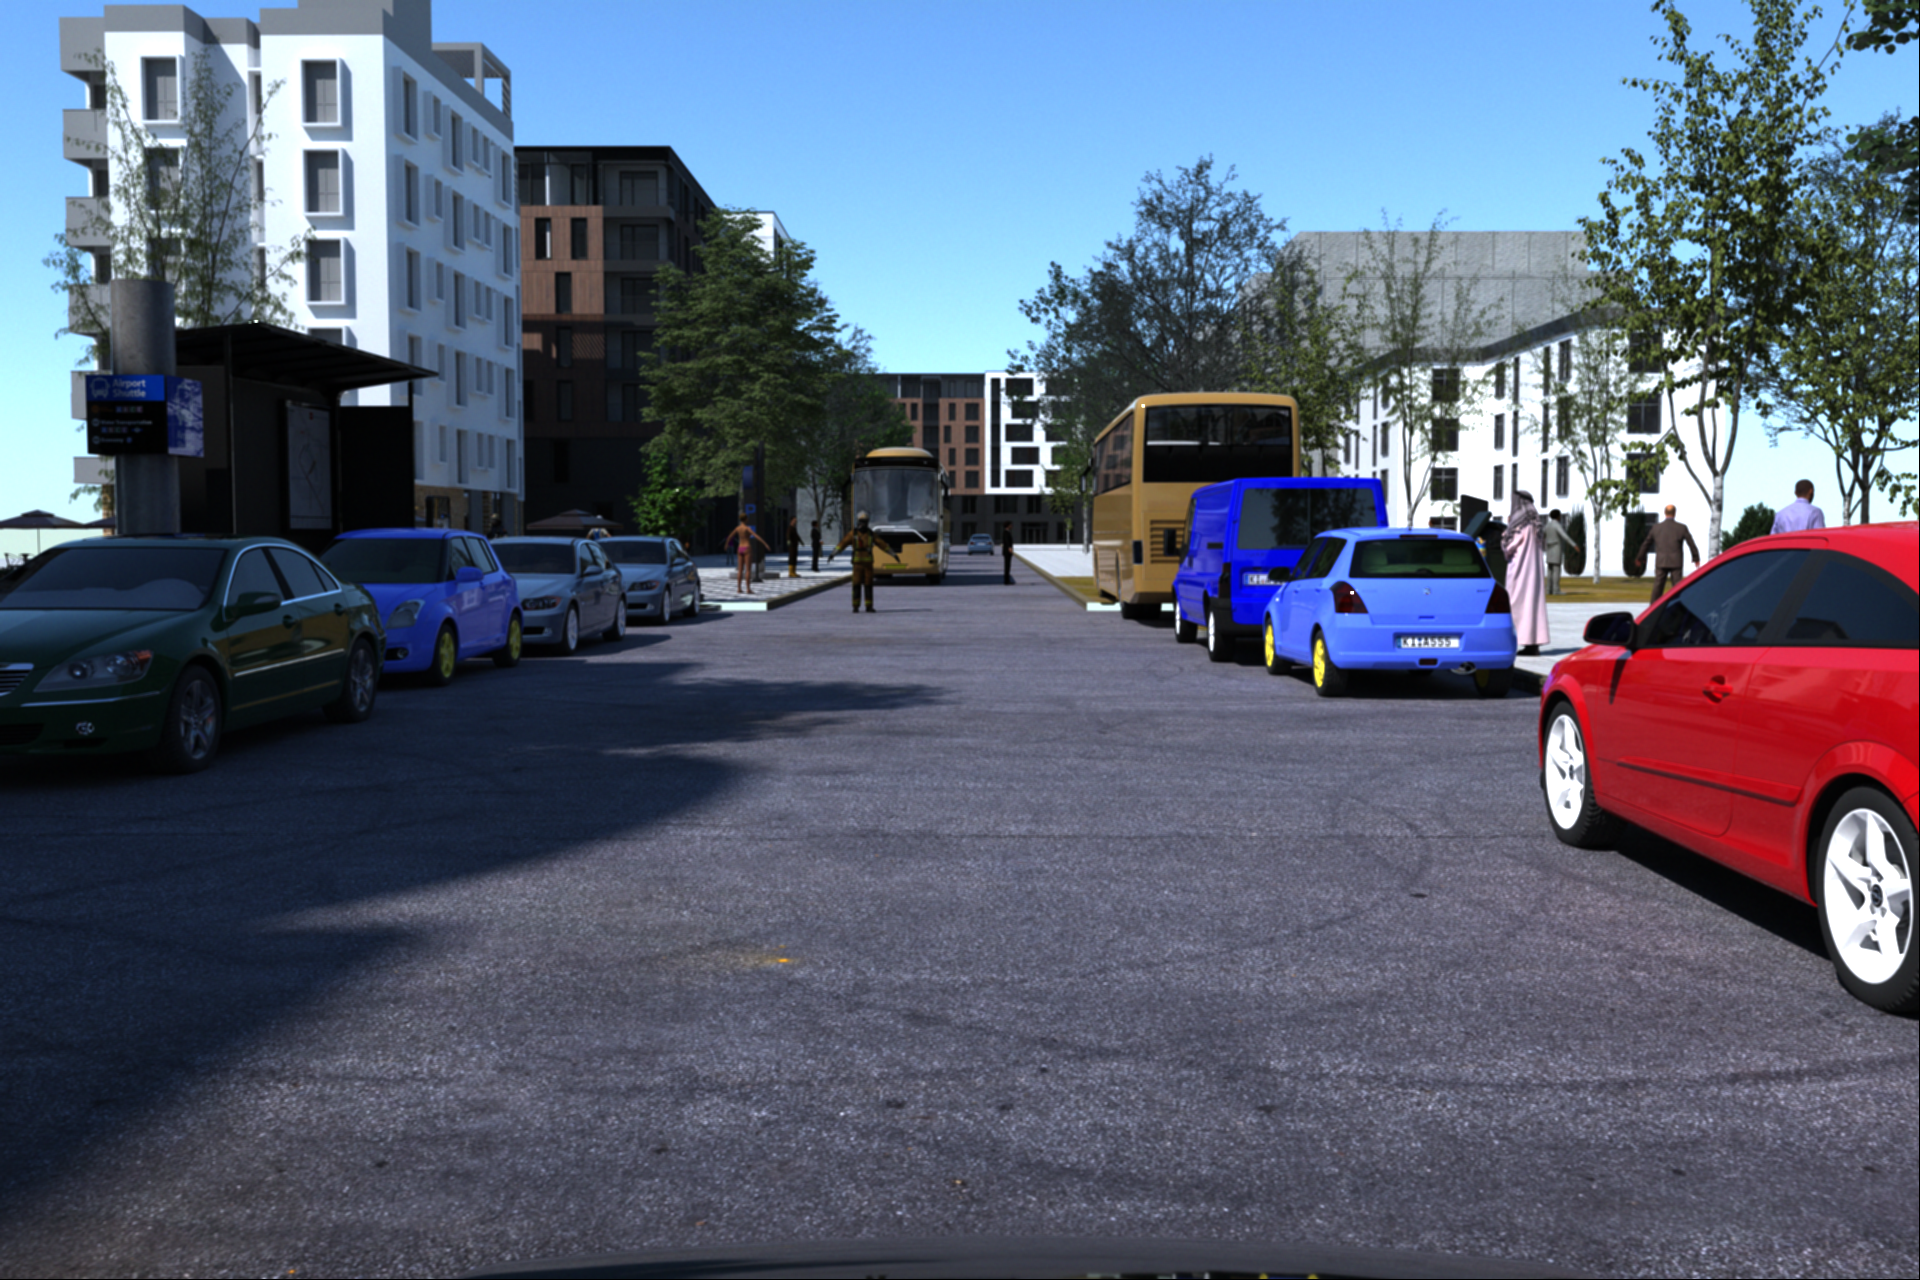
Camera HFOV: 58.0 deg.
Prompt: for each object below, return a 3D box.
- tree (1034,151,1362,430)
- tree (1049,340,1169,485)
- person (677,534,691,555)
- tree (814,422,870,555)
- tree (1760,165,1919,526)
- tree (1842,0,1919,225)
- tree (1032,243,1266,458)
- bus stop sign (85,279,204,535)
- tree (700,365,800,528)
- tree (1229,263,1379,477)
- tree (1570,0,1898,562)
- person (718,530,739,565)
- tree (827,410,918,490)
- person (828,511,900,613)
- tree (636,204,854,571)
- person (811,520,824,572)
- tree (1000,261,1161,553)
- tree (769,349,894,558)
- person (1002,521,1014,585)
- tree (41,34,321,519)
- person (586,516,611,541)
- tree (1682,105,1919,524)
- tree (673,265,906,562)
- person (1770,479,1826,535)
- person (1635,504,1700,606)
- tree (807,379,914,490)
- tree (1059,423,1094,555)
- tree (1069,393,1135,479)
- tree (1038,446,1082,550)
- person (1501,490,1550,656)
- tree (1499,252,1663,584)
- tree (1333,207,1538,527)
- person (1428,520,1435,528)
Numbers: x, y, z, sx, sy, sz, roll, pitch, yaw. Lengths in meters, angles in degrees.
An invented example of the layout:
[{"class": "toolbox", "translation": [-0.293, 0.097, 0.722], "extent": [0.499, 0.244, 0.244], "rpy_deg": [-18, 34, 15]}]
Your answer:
[{"class": "tree", "translation": [7.517, -8.946, 56.636], "extent": [12.009, 13.543, 11.850], "rpy_deg": [0, 3, 0]}, {"class": "tree", "translation": [8.395, -10.102, 90.918], "extent": [9.928, 11.665, 9.643], "rpy_deg": [0, 3, 0]}, {"class": "person", "translation": [-7.562, -2.520, 47.421], "extent": [0.704, 1.802, 1.346], "rpy_deg": [-2, 4, -24]}, {"class": "tree", "translation": [-7.377, -9.658, 108.273], "extent": [4.737, 8.622, 4.395], "rpy_deg": [0, 3, 0]}, {"class": "tree", "translation": [17.946, -5.158, 34.693], "extent": [4.737, 8.622, 4.395], "rpy_deg": [0, 3, 0]}, {"class": "tree", "translation": [10.032, -6.376, 10.899], "extent": [9.857, 13.997, 8.962], "rpy_deg": [0, 3, 0]}, {"class": "tree", "translation": [8.207, -9.928, 72.699], "extent": [12.009, 13.543, 11.850], "rpy_deg": [0, 3, 0]}, {"class": "bus stop sign", "translation": [-8.560, -1.788, 18.243], "extent": [0.837, 3.901, 0.837], "rpy_deg": [0, 4, 1]}, {"class": "tree", "translation": [-8.062, -7.299, 69.699], "extent": [4.360, 8.622, 3.978], "rpy_deg": [0, 3, 0]}, {"class": "tree", "translation": [9.327, -5.861, 46.186], "extent": [4.737, 8.622, 4.395], "rpy_deg": [0, 3, 0]}, {"class": "tree", "translation": [9.716, -4.390, 22.135], "extent": [4.737, 8.622, 4.395], "rpy_deg": [0, 3, 0]}, {"class": "person", "translation": [-9.543, -3.832, 71.927], "extent": [0.991, 1.433, 0.599], "rpy_deg": [0, 4, -8]}, {"class": "tree", "translation": [-6.509, -12.735, 133.972], "extent": [9.928, 11.665, 9.643], "rpy_deg": [0, 3, 0]}, {"class": "person", "translation": [-1.768, -1.430, 31.613], "extent": [1.354, 1.858, 0.705], "rpy_deg": [-1, 4, -16]}, {"class": "tree", "translation": [-7.605, -8.720, 60.696], "extent": [7.486, 12.596, 7.792], "rpy_deg": [0, 3, 0]}, {"class": "person", "translation": [-4.801, -3.163, 58.442], "extent": [0.721, 1.740, 1.216], "rpy_deg": [-1, 4, -18]}, {"class": "tree", "translation": [8.551, -16.125, 119.534], "extent": [12.611, 20.169, 13.585], "rpy_deg": [0, 3, 0]}, {"class": "tree", "translation": [-7.575, -10.298, 94.119], "extent": [9.928, 11.665, 9.643], "rpy_deg": [0, 3, 0]}, {"class": "person", "translation": [1.379, -2.466, 48.960], "extent": [0.705, 1.806, 1.347], "rpy_deg": [0, 4, 2]}, {"class": "tree", "translation": [-11.709, -4.605, 25.650], "extent": [4.360, 8.622, 3.978], "rpy_deg": [0, 3, 0]}, {"class": "person", "translation": [-10.988, -2.879, 52.920], "extent": [1.347, 1.847, 0.705], "rpy_deg": [2, 4, 30]}, {"class": "tree", "translation": [26.612, -8.584, 50.724], "extent": [12.009, 13.543, 11.850], "rpy_deg": [0, 3, 0]}, {"class": "tree", "translation": [-7.679, -10.296, 78.710], "extent": [12.009, 13.543, 11.850], "rpy_deg": [0, 3, 0]}, {"class": "person", "translation": [8.705, -0.726, 17.781], "extent": [0.599, 1.838, 0.709], "rpy_deg": [-2, 4, -32]}, {"class": "person", "translation": [11.416, -1.304, 27.916], "extent": [0.990, 1.755, 0.434], "rpy_deg": [2, 4, 35]}, {"class": "tree", "translation": [-6.759, -11.751, 117.890], "extent": [9.928, 11.665, 9.643], "rpy_deg": [0, 3, 0]}, {"class": "tree", "translation": [7.740, -9.460, 105.028], "extent": [4.737, 8.622, 4.395], "rpy_deg": [0, 3, 0]}, {"class": "tree", "translation": [7.505, -8.193, 84.320], "extent": [4.360, 8.622, 3.978], "rpy_deg": [0, 3, 0]}, {"class": "tree", "translation": [8.467, -11.525, 138.790], "extent": [4.737, 8.622, 4.395], "rpy_deg": [0, 3, 0]}, {"class": "person", "translation": [5.917, -0.707, 18.276], "extent": [0.621, 1.740, 0.551], "rpy_deg": [1, 4, 22]}, {"class": "tree", "translation": [16.734, -5.767, 44.654], "extent": [4.360, 8.622, 3.978], "rpy_deg": [0, 3, 0]}, {"class": "tree", "translation": [10.167, -5.461, 39.656], "extent": [4.360, 8.622, 3.978], "rpy_deg": [0, 3, 0]}, {"class": "person", "translation": [16.683, -3.372, 61.400], "extent": [0.705, 1.796, 1.348], "rpy_deg": [3, 4, 36]}]
